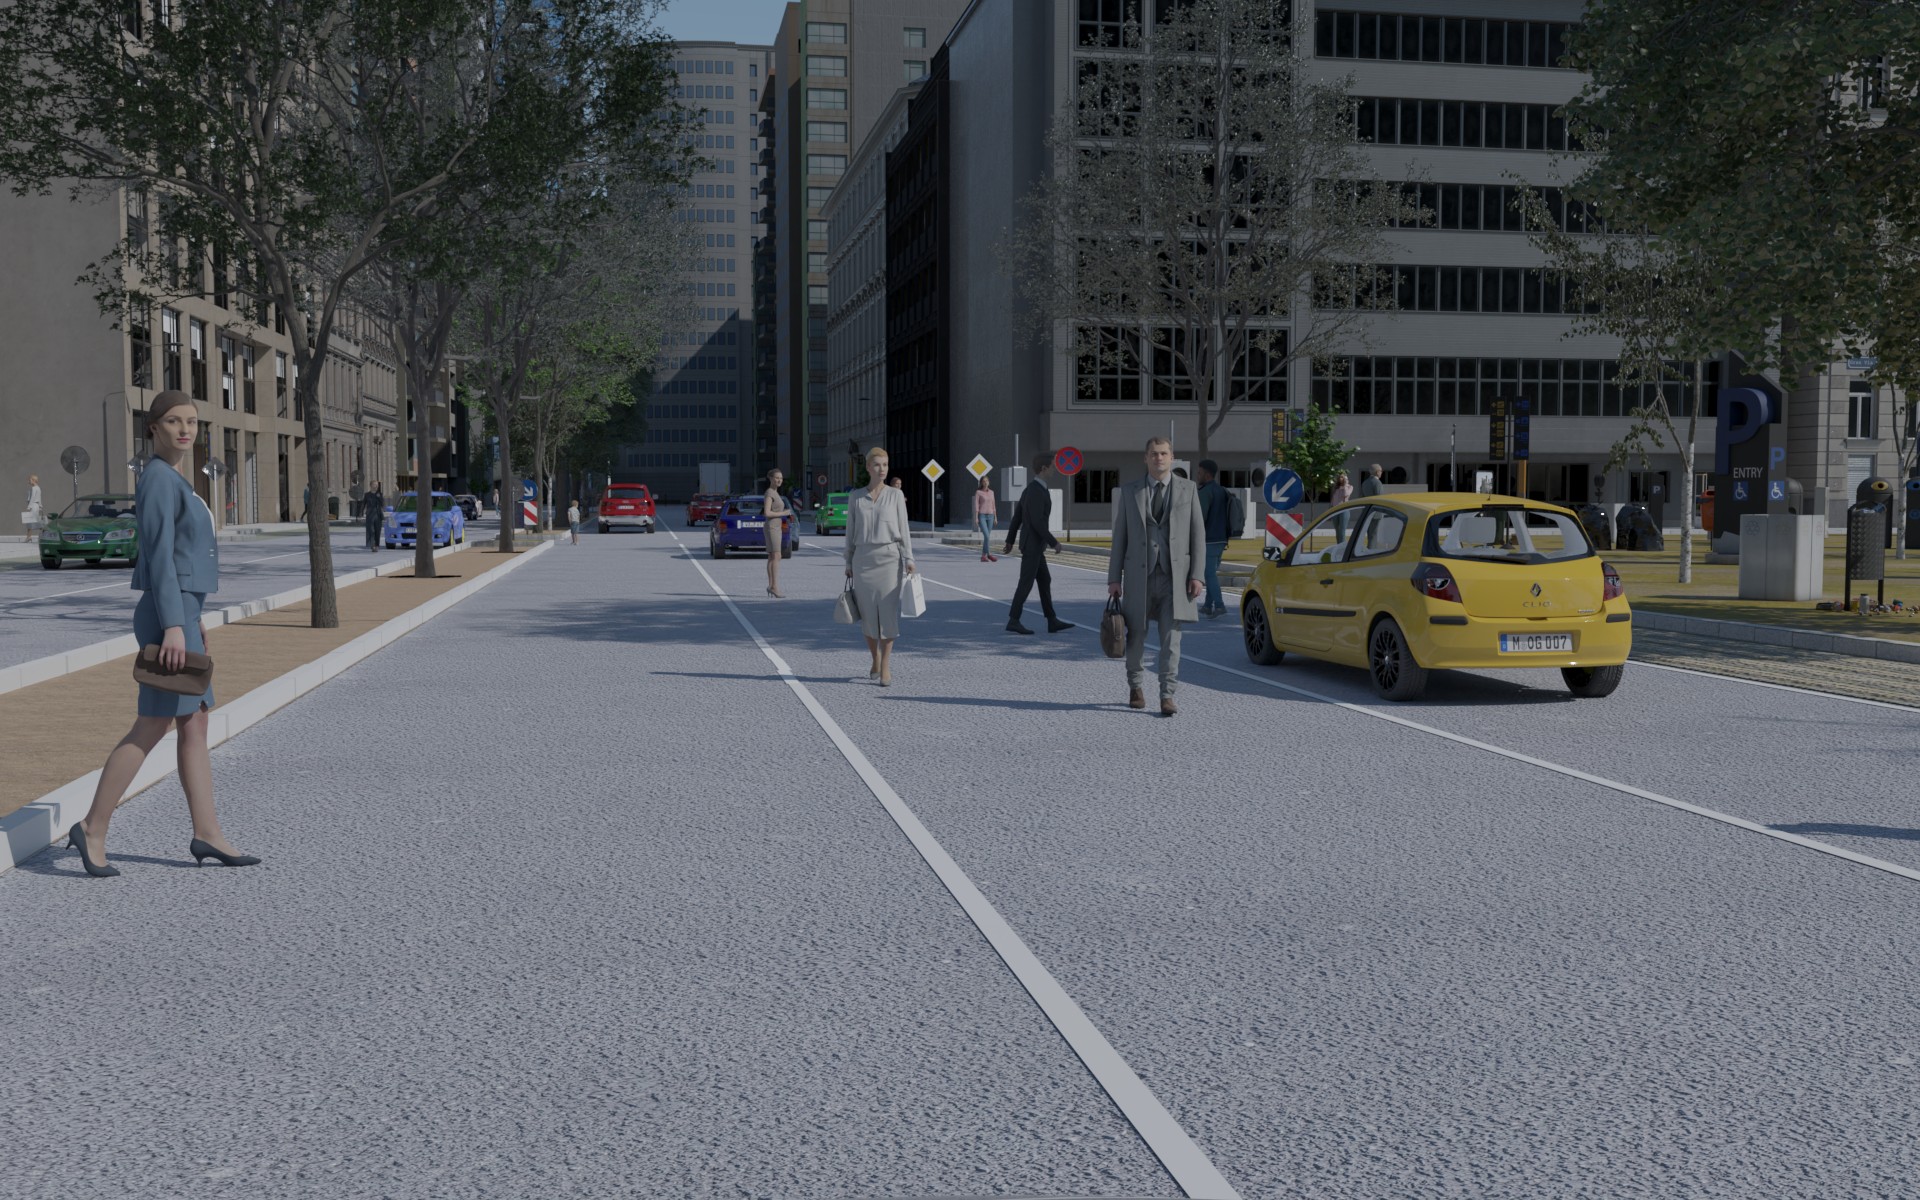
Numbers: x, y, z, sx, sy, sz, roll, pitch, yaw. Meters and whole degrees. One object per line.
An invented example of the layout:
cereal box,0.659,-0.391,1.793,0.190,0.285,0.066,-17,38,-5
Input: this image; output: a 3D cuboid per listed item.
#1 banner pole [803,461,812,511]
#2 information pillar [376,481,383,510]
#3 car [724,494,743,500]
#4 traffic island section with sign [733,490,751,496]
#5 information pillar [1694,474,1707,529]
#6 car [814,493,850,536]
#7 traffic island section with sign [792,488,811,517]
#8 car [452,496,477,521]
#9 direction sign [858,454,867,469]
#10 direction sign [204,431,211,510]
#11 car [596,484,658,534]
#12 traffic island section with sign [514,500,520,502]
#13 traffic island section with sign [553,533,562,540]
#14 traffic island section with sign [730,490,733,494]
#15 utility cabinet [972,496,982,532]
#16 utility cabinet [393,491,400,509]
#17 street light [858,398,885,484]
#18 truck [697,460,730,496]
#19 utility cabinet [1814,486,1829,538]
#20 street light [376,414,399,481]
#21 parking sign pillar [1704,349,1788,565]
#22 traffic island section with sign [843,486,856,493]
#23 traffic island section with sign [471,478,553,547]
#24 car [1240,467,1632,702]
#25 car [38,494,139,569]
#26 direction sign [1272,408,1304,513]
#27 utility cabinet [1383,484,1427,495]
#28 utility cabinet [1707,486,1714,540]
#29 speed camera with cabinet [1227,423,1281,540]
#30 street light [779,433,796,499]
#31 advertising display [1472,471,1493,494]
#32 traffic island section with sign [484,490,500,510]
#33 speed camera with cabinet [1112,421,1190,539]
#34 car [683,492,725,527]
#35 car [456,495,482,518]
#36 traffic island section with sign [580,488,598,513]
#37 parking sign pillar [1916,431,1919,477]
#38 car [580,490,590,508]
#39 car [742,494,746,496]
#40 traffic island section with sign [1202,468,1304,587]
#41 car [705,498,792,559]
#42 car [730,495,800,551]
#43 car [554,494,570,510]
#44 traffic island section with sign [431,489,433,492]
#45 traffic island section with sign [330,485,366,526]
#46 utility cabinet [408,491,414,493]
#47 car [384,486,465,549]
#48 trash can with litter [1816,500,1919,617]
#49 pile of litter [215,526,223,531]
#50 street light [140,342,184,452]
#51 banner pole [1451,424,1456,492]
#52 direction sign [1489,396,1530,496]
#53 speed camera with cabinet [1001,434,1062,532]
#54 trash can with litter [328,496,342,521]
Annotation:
banner pole,-11.576,-8.634,131.184,0.863,3.779,0.401,-1,4,-17
information pillar,-33.110,-5.771,98.840,0.304,2.012,0.304,0,4,-3
car,-14.884,-6.353,113.650,2.009,1.686,4.222,-1,4,-12
traffic island section with sign,-19.417,-9.141,158.084,1.989,1.847,2.006,-1,4,-10
information pillar,27.202,-3.617,63.627,0.304,2.012,0.304,3,5,44
car,-4.061,-3.166,60.559,1.959,1.807,4.718,-1,4,-9
traffic island section with sign,-10.500,-6.190,109.828,1.989,1.847,2.006,-1,4,-10
car,-27.471,-5.032,94.849,1.945,1.354,3.894,-1,4,-10
direction sign,-5.401,-6.500,98.278,0.876,3.537,0.379,1,4,20
direction sign,-27.098,-4.309,62.444,0.379,3.537,0.876,-1,4,-13
car,-12.342,-3.399,64.244,2.281,1.827,5.304,-1,4,-10
traffic island section with sign,-46.385,-10.587,181.727,1.989,1.847,2.006,-1,4,-10
traffic island section with sign,-13.682,-2.862,54.927,2.006,1.907,1.989,-1,4,-10
traffic island section with sign,-24.338,-10.766,184.650,1.989,1.847,2.006,-1,4,-10
utility cabinet,0.563,-2.898,58.544,0.306,1.237,1.020,0,4,-3
utility cabinet,-36.952,-6.416,113.579,0.318,1.500,1.173,-2,4,-25
street light,-4.209,-6.809,83.871,1.470,5.913,1.316,-1,4,-10
truck,-21.175,-9.805,149.219,2.839,4.237,11.283,-1,4,-9
utility cabinet,24.830,-2.521,49.895,0.318,1.500,1.173,2,4,31
street light,-33.225,-7.826,100.490,1.470,5.913,1.316,-1,4,-10
parking sign pillar,14.416,-2.638,31.599,1.447,3.967,1.447,-1,4,-19
traffic island section with sign,-5.439,-4.512,82.391,1.989,1.847,2.006,-1,4,-10
traffic island section with sign,-12.345,-2.416,47.641,2.006,1.907,1.989,-1,4,-10
car,3.508,-0.201,13.505,2.015,1.641,3.980,-1,4,-11
car,-16.999,-1.408,34.824,2.131,1.459,4.920,-1,4,-12
direction sign,8.669,-3.296,45.890,0.876,3.537,0.379,-1,4,-11
utility cabinet,10.200,-1.922,40.111,1.173,1.500,0.318,1,4,12
utility cabinet,20.891,-2.360,47.267,0.318,1.500,1.173,-1,4,-9
speed camera with cabinet,8.106,-3.312,48.493,0.660,3.252,2.038,-2,4,-29
street light,-13.090,-9.733,131.681,1.470,5.913,1.316,-1,4,-10
advertising display,14.441,-2.609,47.877,0.123,1.923,0.974,3,5,45
traffic island section with sign,-41.343,-8.917,154.428,1.989,1.847,2.006,-1,4,-10
speed camera with cabinet,5.099,-3.175,46.249,2.038,3.252,0.660,-1,4,-20
car,-11.293,-4.190,77.539,2.155,1.783,4.494,-1,4,-12
car,-30.126,-5.685,105.308,2.083,1.381,4.827,-1,4,-11
traffic island section with sign,-27.346,-7.381,128.817,2.006,1.907,1.989,-1,4,-10
parking sign pillar,29.676,-3.959,53.196,1.447,3.967,1.447,2,4,26
car,-39.454,-10.455,179.612,2.281,1.827,5.304,-1,4,-11
car,-20.642,-9.440,163.136,1.959,1.807,4.718,-1,4,-11
traffic island section with sign,4.731,-1.147,27.388,1.989,1.847,2.006,-1,4,-10
car,-4.809,-1.648,39.520,1.945,1.354,3.894,-1,4,-10
car,-5.131,-2.008,44.836,2.014,1.417,4.499,-1,4,-9
car,-31.632,-7.982,139.309,1.959,1.807,4.718,-1,4,-11
traffic island section with sign,-32.169,-5.882,104.791,1.989,1.847,2.006,-1,4,-10
traffic island section with sign,-27.244,-4.252,78.154,1.989,1.847,2.006,-1,4,-10
utility cabinet,-35.510,-6.326,112.110,0.318,1.500,1.173,-1,4,-19
car,-14.264,-2.239,46.202,1.945,1.707,3.694,-1,4,-9
trash can with litter,10.346,-0.490,19.073,2.233,1.210,1.678,-1,4,-22
pile of litter,-26.268,-2.829,60.214,1.176,0.858,1.719,-1,4,-14
street light,-24.445,-4.924,53.050,1.470,5.913,1.316,-1,4,-10
banner pole,17.484,-4.370,61.462,0.401,3.779,0.863,2,4,24
direction sign,12.707,-2.943,40.109,0.876,3.537,0.379,1,4,21
speed camera with cabinet,2.398,-3.880,57.769,2.038,3.252,0.660,-2,4,-27
trash can with litter,-30.408,-4.451,84.153,0.624,1.170,1.055,-1,4,-14
